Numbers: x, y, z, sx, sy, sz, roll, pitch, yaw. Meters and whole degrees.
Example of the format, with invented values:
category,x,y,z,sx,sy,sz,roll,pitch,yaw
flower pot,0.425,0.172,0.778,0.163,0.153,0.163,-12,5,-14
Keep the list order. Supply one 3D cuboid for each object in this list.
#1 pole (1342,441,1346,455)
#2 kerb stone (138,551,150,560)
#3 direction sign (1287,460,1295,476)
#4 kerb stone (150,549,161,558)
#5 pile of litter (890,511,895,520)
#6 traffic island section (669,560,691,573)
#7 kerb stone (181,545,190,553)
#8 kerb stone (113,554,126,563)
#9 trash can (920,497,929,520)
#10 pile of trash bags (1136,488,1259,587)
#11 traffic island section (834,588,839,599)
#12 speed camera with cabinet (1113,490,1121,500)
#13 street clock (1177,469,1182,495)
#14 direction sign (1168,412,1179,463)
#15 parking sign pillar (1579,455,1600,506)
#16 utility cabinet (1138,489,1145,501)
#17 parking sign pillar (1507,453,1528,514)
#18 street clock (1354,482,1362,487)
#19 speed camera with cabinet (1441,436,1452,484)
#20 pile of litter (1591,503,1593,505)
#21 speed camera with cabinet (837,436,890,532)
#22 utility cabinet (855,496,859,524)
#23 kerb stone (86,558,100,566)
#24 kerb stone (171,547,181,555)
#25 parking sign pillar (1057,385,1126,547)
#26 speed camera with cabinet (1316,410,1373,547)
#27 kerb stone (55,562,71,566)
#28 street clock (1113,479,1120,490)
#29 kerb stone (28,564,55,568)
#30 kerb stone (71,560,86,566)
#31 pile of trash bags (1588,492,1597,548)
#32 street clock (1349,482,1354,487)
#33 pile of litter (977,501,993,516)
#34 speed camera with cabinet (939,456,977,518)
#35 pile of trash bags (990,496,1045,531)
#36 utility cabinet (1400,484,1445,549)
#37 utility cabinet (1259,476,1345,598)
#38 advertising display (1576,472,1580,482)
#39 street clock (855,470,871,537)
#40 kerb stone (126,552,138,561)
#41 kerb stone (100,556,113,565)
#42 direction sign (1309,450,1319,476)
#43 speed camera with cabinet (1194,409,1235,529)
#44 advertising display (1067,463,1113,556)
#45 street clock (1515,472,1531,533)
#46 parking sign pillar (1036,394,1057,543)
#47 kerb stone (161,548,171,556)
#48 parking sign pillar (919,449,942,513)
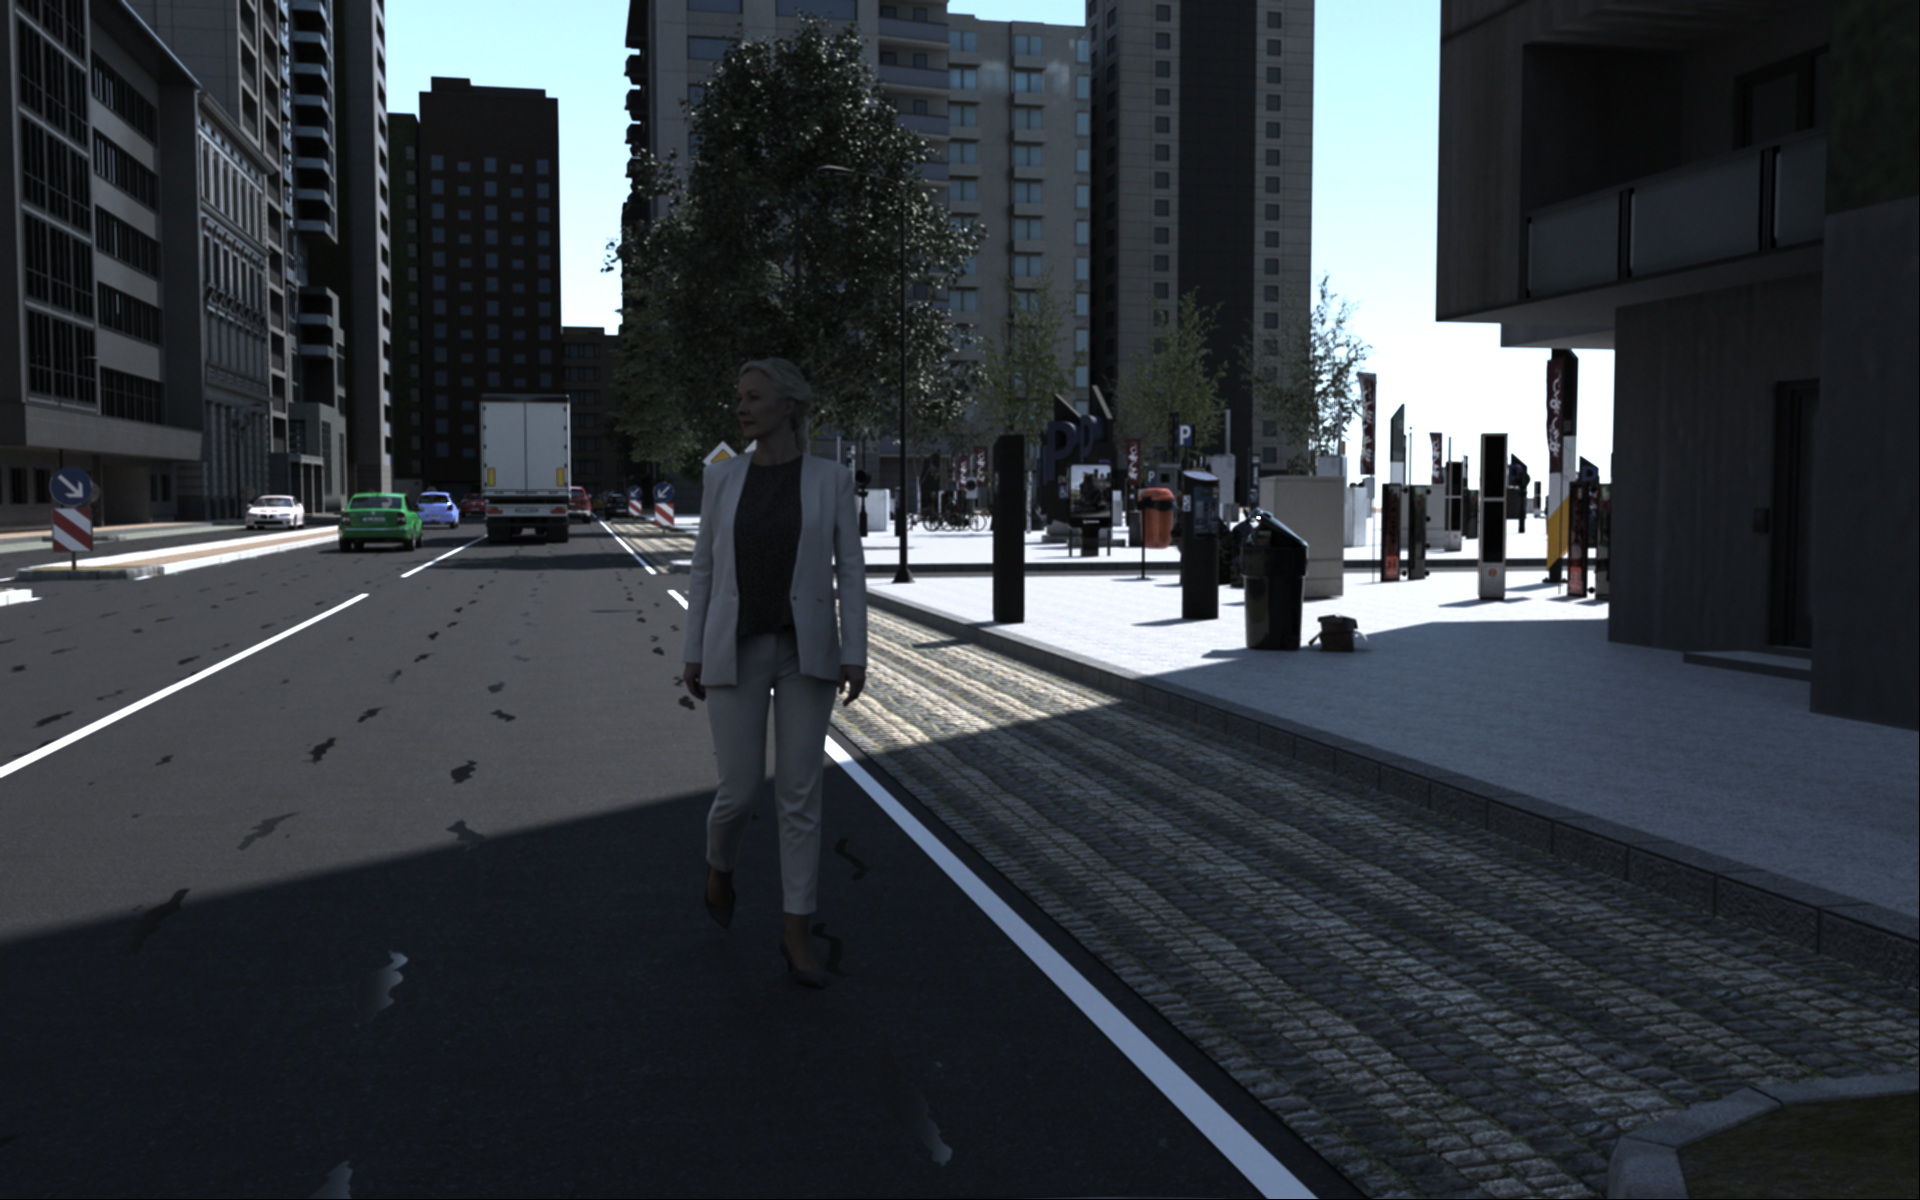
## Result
category,x,y,z,sx,sy,sz,roll,pitch,yaw
pole,14.656,-4.428,66.240,0.158,3.312,0.155,0,3,0
kerb stone,-17.957,-0.958,37.864,0.120,0.150,1.000,-1,4,-13
direction sign,21.956,-7.512,114.820,0.379,3.537,0.876,3,5,45
kerb stone,-18.177,-1.014,38.870,0.120,0.150,1.000,-1,4,-13
pile of litter,-3.827,-4.324,84.666,1.719,0.858,1.176,0,4,4
traffic island section,-4.398,-0.621,32.440,2.009,0.180,2.903,-1,4,-13
kerb stone,-18.857,-1.204,41.879,0.120,0.150,1.000,-1,4,-13
kerb stone,-17.502,-0.825,35.842,0.120,0.150,1.000,-1,4,-13
trash can,-1.705,-4.470,84.738,0.748,1.137,0.748,0,3,0
pile of trash bags,3.795,-0.950,25.279,1.912,1.369,3.447,-3,4,-36
traffic island section,-2.653,-0.145,24.647,2.009,0.180,2.903,-1,4,-13
speed camera with cabinet,6.249,-5.120,78.045,2.038,3.252,0.660,-2,4,-23
street clock,5.639,-2.538,46.067,0.471,2.002,0.358,0,4,0
direction sign,5.926,-3.432,48.106,0.379,3.537,0.876,-1,4,-9
parking sign pillar,43.414,-8.014,119.500,1.447,3.967,1.447,0,4,5
utility cabinet,8.539,-4.188,77.155,1.173,1.500,0.318,1,4,18
parking sign pillar,36.191,-7.584,112.476,1.447,3.967,1.447,-2,4,-30
street clock,24.746,-6.253,106.812,0.471,2.002,0.358,1,4,20
speed camera with cabinet,16.312,-4.008,59.860,0.660,3.252,2.038,-1,4,-23
pile of litter,41.993,-6.140,114.357,1.176,0.858,1.719,-3,5,-42
speed camera with cabinet,-3.459,-3.989,59.549,2.038,3.252,0.660,1,4,12
utility cabinet,-4.233,-3.499,68.375,0.306,1.237,1.020,-1,4,-20
kerb stone,-17.052,-0.713,33.847,0.120,0.150,1.000,-1,4,-13
kerb stone,-18.630,-1.141,40.868,0.120,0.150,1.000,-1,4,-13
parking sign pillar,3.343,-3.296,42.359,1.447,3.967,1.447,-1,4,-13
speed camera with cabinet,9.169,-2.890,41.586,0.660,3.252,2.038,2,4,32
kerb stone,-16.606,-0.590,31.848,0.120,0.150,1.000,-1,4,-13
street clock,7.568,-4.908,84.815,0.471,2.002,0.358,-1,4,-22
kerb stone,-16.387,-0.526,30.850,0.120,0.150,1.000,-1,4,-13
kerb stone,-16.836,-0.648,32.848,0.120,0.150,1.000,-1,4,-13
pile of trash bags,16.008,-2.019,42.758,1.912,1.369,3.447,1,4,12
street clock,24.438,-6.307,107.687,0.471,2.002,0.358,-2,4,-30
pile of litter,1.690,-5.380,101.921,1.719,0.858,1.176,-2,4,-30
speed camera with cabinet,-0.108,-5.908,90.938,2.038,3.252,0.660,0,4,1
pile of trash bags,2.664,-3.148,61.230,3.447,1.369,1.912,1,4,12
utility cabinet,10.710,-1.922,40.098,1.173,1.500,0.318,0,4,-3
utility cabinet,4.167,-0.764,21.175,1.173,1.500,0.318,-2,4,-34
advertising display,17.312,-2.710,49.521,0.974,1.923,0.123,-2,4,-29
street clock,-2.893,-2.884,51.725,0.471,2.002,0.358,3,5,40
kerb stone,-17.729,-0.897,36.854,0.120,0.150,1.000,-1,4,-13
kerb stone,-17.284,-0.769,34.843,0.120,0.150,1.000,-1,4,-13
direction sign,18.232,-5.891,88.319,0.876,3.537,0.379,2,4,29
speed camera with cabinet,6.006,-2.869,41.242,0.660,3.252,2.038,0,4,-6
advertising display,2.679,-1.868,35.752,0.974,1.923,0.123,-1,4,-17
street clock,18.497,-3.205,56.975,0.471,2.002,0.358,2,4,24
parking sign pillar,2.891,-3.523,46.075,1.447,3.967,1.447,-3,5,-40
kerb stone,-18.401,-1.081,39.871,0.120,0.150,1.000,-1,4,-13
parking sign pillar,-1.734,-7.006,103.016,1.447,3.967,1.447,1,4,19
